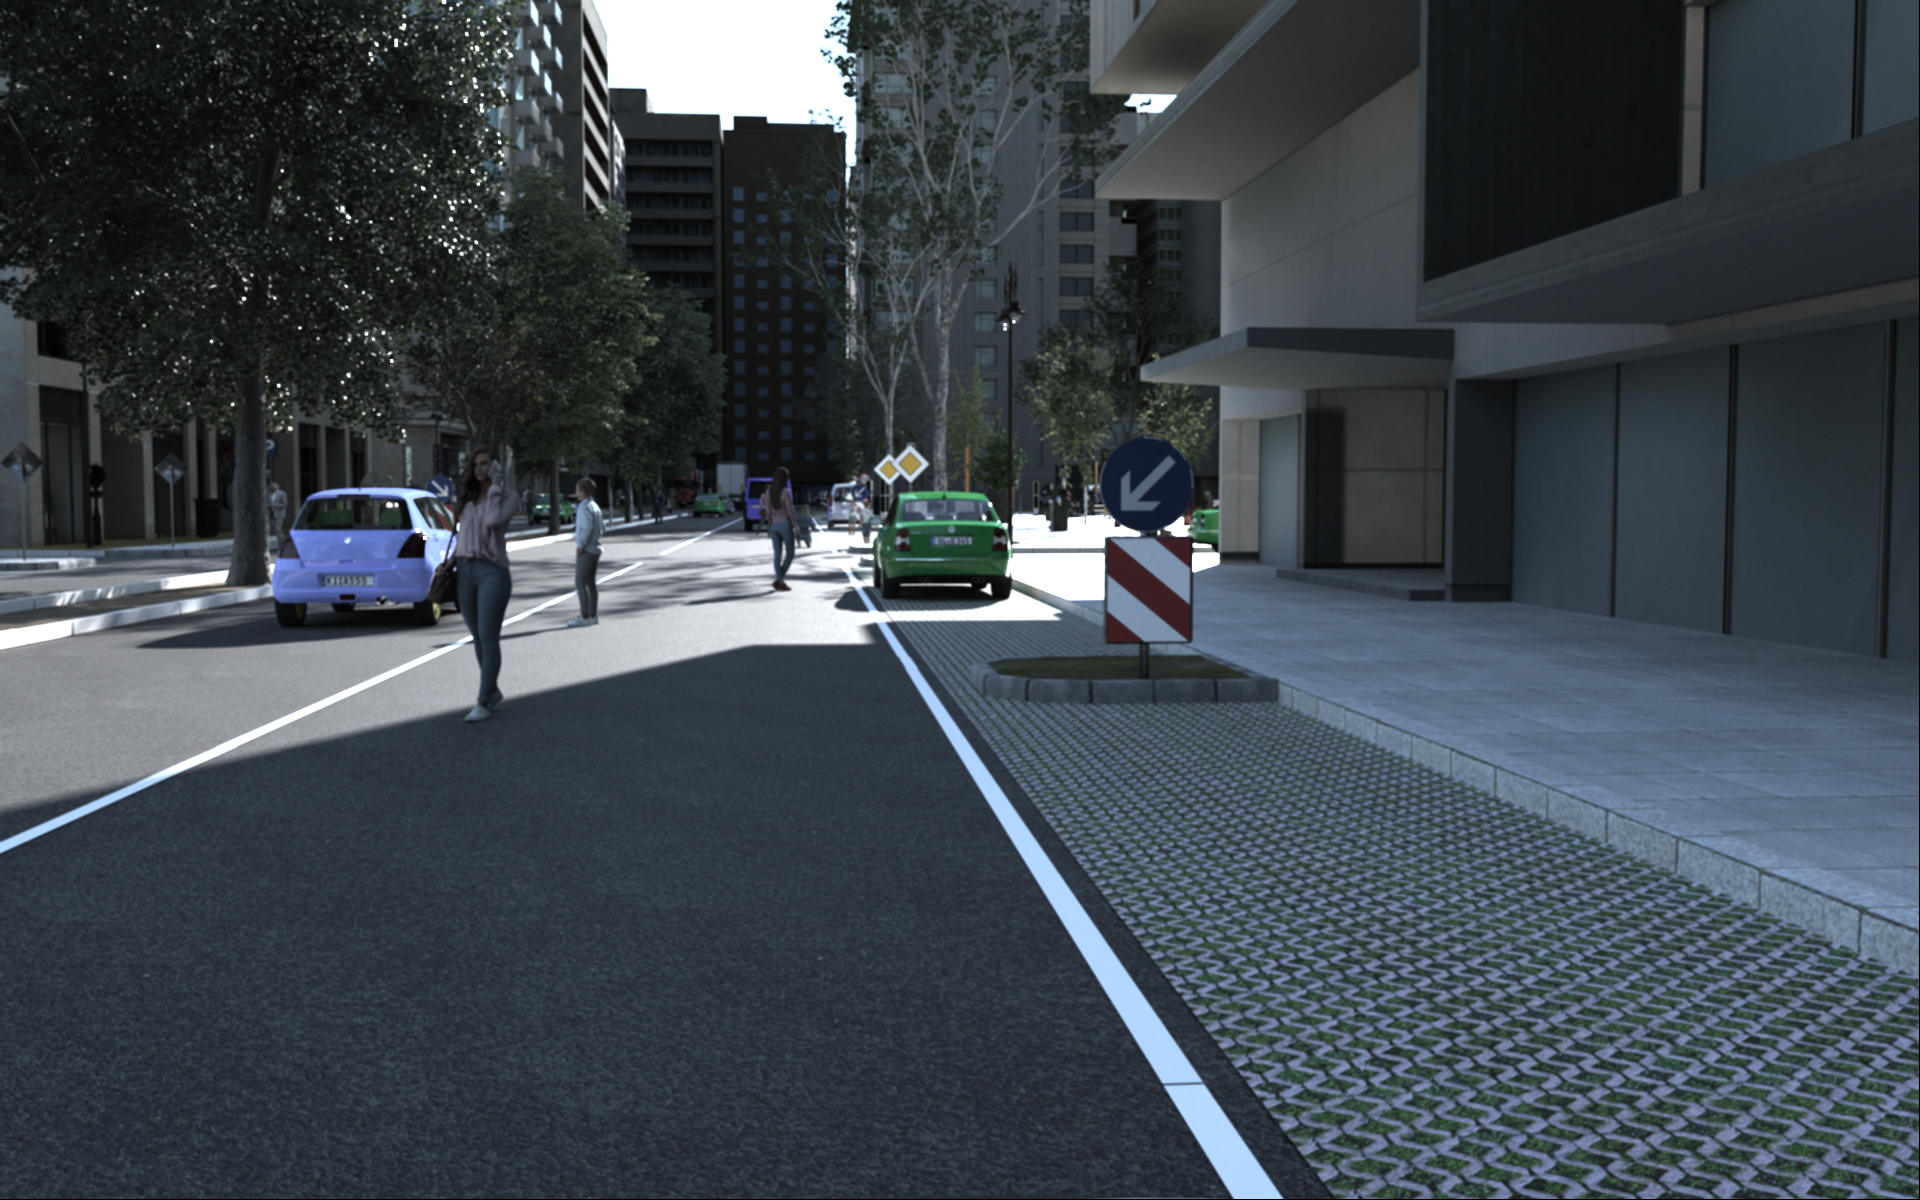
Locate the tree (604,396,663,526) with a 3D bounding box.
[{"bbox_3d":[-15.529,-7.587,76.859,4.737,8.622,4.395,0,3,0],"label":"tree"}]

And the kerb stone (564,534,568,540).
[{"bbox_3d":[-12.493,-1.963,54.284,0.120,0.150,1.000,0,4,-5],"label":"kerb stone"}]

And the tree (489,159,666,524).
[{"bbox_3d":[-12.484,-6.615,45.018,8.767,10.594,7.601,0,4,-5],"label":"tree"}]

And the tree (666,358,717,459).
[{"bbox_3d":[-15.929,-8.941,83.047,8.767,10.594,7.601,0,4,-5],"label":"tree"}]

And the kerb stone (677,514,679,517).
[{"bbox_3d":[-17.199,-5.022,104.315,0.120,0.150,1.000,0,4,-5],"label":"kerb stone"}]

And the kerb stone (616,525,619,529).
[{"bbox_3d":[-13.938,-2.900,69.614,0.120,0.150,1.000,0,4,-5],"label":"kerb stone"}]

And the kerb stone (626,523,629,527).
[{"bbox_3d":[-14.320,-3.150,73.691,0.120,0.150,1.000,0,4,-5],"label":"kerb stone"}]

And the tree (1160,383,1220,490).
[{"bbox_3d":[14.508,-9.887,112.022,4.737,8.622,4.395,0,3,0],"label":"tree"}]

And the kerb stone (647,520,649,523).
[{"bbox_3d":[-15.274,-3.773,83.892,0.120,0.150,1.000,0,4,-5],"label":"kerb stone"}]

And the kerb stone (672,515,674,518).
[{"bbox_3d":[-16.814,-4.773,100.241,0.120,0.150,1.000,0,4,-5],"label":"kerb stone"}]

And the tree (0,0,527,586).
[{"bbox_3d":[-11.207,-7.208,26.959,9.857,13.997,8.962,0,3,0],"label":"tree"}]

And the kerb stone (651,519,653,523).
[{"bbox_3d":[-15.466,-3.892,85.942,0.120,0.150,1.000,0,4,-5],"label":"kerb stone"}]

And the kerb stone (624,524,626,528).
[{"bbox_3d":[-14.224,-3.085,72.673,0.120,0.150,1.000,0,4,-5],"label":"kerb stone"}]

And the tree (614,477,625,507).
[{"bbox_3d":[-34.695,-11.102,176.116,1.663,3.219,1.824,0,3,0],"label":"tree"}]

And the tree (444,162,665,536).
[{"bbox_3d":[-14.062,-8.494,59.456,7.486,12.596,7.792,0,3,0],"label":"tree"}]

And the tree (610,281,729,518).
[{"bbox_3d":[-18.308,-11.928,104.141,9.857,13.997,8.962,0,3,0],"label":"tree"}]

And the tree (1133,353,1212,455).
[{"bbox_3d":[10.564,-8.328,86.522,4.360,8.622,3.978,0,3,0],"label":"tree"}]

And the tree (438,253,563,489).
[{"bbox_3d":[-13.712,-6.035,51.491,4.360,8.622,3.978,0,3,0],"label":"tree"}]

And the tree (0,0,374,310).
[{"bbox_3d":[-10.000,-4.941,17.658,8.767,10.594,7.601,0,4,-5],"label":"tree"}]

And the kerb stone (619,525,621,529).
[{"bbox_3d":[-14.023,-2.955,70.635,0.120,0.150,1.000,0,4,-5],"label":"kerb stone"}]

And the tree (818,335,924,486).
[{"bbox_3d":[-6.365,-12.511,122.680,7.486,12.596,7.792,0,3,0],"label":"tree"}]

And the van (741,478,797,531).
[{"bbox_3d":[-7.548,-3.920,68.476,2.240,2.365,5.245,0,4,-6],"label":"van"}]

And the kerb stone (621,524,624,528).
[{"bbox_3d":[-14.124,-3.025,71.652,0.120,0.150,1.000,0,4,-5],"label":"kerb stone"}]

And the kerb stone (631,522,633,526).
[{"bbox_3d":[-14.507,-3.275,75.735,0.120,0.150,1.000,0,4,-5],"label":"kerb stone"}]

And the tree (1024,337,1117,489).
[{"bbox_3d":[4.931,-7.825,78.306,4.360,8.622,3.978,0,3,0],"label":"tree"}]

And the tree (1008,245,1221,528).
[{"bbox_3d":[6.039,-8.033,65.750,8.767,10.594,7.601,0,4,-5],"label":"tree"}]

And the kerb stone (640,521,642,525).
[{"bbox_3d":[-14.898,-3.518,79.810,0.120,0.150,1.000,0,4,-5],"label":"kerb stone"}]

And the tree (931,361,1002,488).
[{"bbox_3d":[0.383,-8.929,96.358,4.737,8.622,4.395,0,3,0],"label":"tree"}]

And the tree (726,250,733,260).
[{"bbox_3d":[-4.824,-14.103,86.478,12.611,20.169,13.585,0,3,0],"label":"tree"}]

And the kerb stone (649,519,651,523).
[{"bbox_3d":[-15.375,-3.835,84.909,0.120,0.150,1.000,0,4,-5],"label":"kerb stone"}]

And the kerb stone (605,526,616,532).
[{"bbox_3d":[-13.828,-2.838,68.591,0.120,0.150,1.000,0,4,-5],"label":"kerb stone"}]

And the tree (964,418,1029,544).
[{"bbox_3d":[0.916,-3.050,44.464,1.663,3.219,1.824,0,3,0],"label":"tree"}]

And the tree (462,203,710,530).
[{"bbox_3d":[-14.835,-9.088,68.050,9.611,12.733,9.660,0,3,0],"label":"tree"}]

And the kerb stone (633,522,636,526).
[{"bbox_3d":[-14.598,-3.337,76.754,0.120,0.150,1.000,0,4,-5],"label":"kerb stone"}]

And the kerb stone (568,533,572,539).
[{"bbox_3d":[-12.587,-2.024,55.302,0.120,0.150,1.000,0,4,-5],"label":"kerb stone"}]

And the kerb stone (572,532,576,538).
[{"bbox_3d":[-12.679,-2.085,56.331,0.120,0.150,1.000,0,4,-5],"label":"kerb stone"}]

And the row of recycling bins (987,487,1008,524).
[{"bbox_3d":[1.676,-4.262,76.801,1.069,1.692,3.534,0,4,0],"label":"row of recycling bins"}]

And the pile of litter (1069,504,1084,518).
[{"bbox_3d":[6.135,-4.878,93.724,1.176,0.858,1.719,0,4,-1],"label":"pile of litter"}]

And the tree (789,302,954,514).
[{"bbox_3d":[-5.798,-12.263,110.866,12.009,13.543,11.850,0,3,0],"label":"tree"}]

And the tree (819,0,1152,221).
[{"bbox_3d":[-0.018,-12.065,53.155,12.611,20.169,13.585,0,3,0],"label":"tree"}]

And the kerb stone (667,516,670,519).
[{"bbox_3d":[-16.523,-4.584,97.183,0.120,0.150,1.000,0,4,-5],"label":"kerb stone"}]

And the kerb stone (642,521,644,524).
[{"bbox_3d":[-14.991,-3.586,80.831,0.120,0.150,1.000,0,4,-5],"label":"kerb stone"}]

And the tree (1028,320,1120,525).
[{"bbox_3d":[5.058,-7.471,72.511,4.737,8.622,4.395,0,3,0],"label":"tree"}]

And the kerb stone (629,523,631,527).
[{"bbox_3d":[-14.407,-3.212,74.712,0.120,0.150,1.000,0,4,-5],"label":"kerb stone"}]

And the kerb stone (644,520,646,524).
[{"bbox_3d":[-15.079,-3.646,81.851,0.120,0.150,1.000,0,4,-5],"label":"kerb stone"}]

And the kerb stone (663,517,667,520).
[{"bbox_3d":[-16.339,-4.455,95.137,0.120,0.150,1.000,0,4,-5],"label":"kerb stone"}]

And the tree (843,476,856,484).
[{"bbox_3d":[-10.364,-10.017,158.385,1.663,3.219,1.824,0,3,0],"label":"tree"}]

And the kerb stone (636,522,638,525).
[{"bbox_3d":[-14.697,-3.397,77.773,0.120,0.150,1.000,0,4,-5],"label":"kerb stone"}]

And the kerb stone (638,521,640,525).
[{"bbox_3d":[-14.797,-3.462,78.793,0.120,0.150,1.000,0,4,-5],"label":"kerb stone"}]
